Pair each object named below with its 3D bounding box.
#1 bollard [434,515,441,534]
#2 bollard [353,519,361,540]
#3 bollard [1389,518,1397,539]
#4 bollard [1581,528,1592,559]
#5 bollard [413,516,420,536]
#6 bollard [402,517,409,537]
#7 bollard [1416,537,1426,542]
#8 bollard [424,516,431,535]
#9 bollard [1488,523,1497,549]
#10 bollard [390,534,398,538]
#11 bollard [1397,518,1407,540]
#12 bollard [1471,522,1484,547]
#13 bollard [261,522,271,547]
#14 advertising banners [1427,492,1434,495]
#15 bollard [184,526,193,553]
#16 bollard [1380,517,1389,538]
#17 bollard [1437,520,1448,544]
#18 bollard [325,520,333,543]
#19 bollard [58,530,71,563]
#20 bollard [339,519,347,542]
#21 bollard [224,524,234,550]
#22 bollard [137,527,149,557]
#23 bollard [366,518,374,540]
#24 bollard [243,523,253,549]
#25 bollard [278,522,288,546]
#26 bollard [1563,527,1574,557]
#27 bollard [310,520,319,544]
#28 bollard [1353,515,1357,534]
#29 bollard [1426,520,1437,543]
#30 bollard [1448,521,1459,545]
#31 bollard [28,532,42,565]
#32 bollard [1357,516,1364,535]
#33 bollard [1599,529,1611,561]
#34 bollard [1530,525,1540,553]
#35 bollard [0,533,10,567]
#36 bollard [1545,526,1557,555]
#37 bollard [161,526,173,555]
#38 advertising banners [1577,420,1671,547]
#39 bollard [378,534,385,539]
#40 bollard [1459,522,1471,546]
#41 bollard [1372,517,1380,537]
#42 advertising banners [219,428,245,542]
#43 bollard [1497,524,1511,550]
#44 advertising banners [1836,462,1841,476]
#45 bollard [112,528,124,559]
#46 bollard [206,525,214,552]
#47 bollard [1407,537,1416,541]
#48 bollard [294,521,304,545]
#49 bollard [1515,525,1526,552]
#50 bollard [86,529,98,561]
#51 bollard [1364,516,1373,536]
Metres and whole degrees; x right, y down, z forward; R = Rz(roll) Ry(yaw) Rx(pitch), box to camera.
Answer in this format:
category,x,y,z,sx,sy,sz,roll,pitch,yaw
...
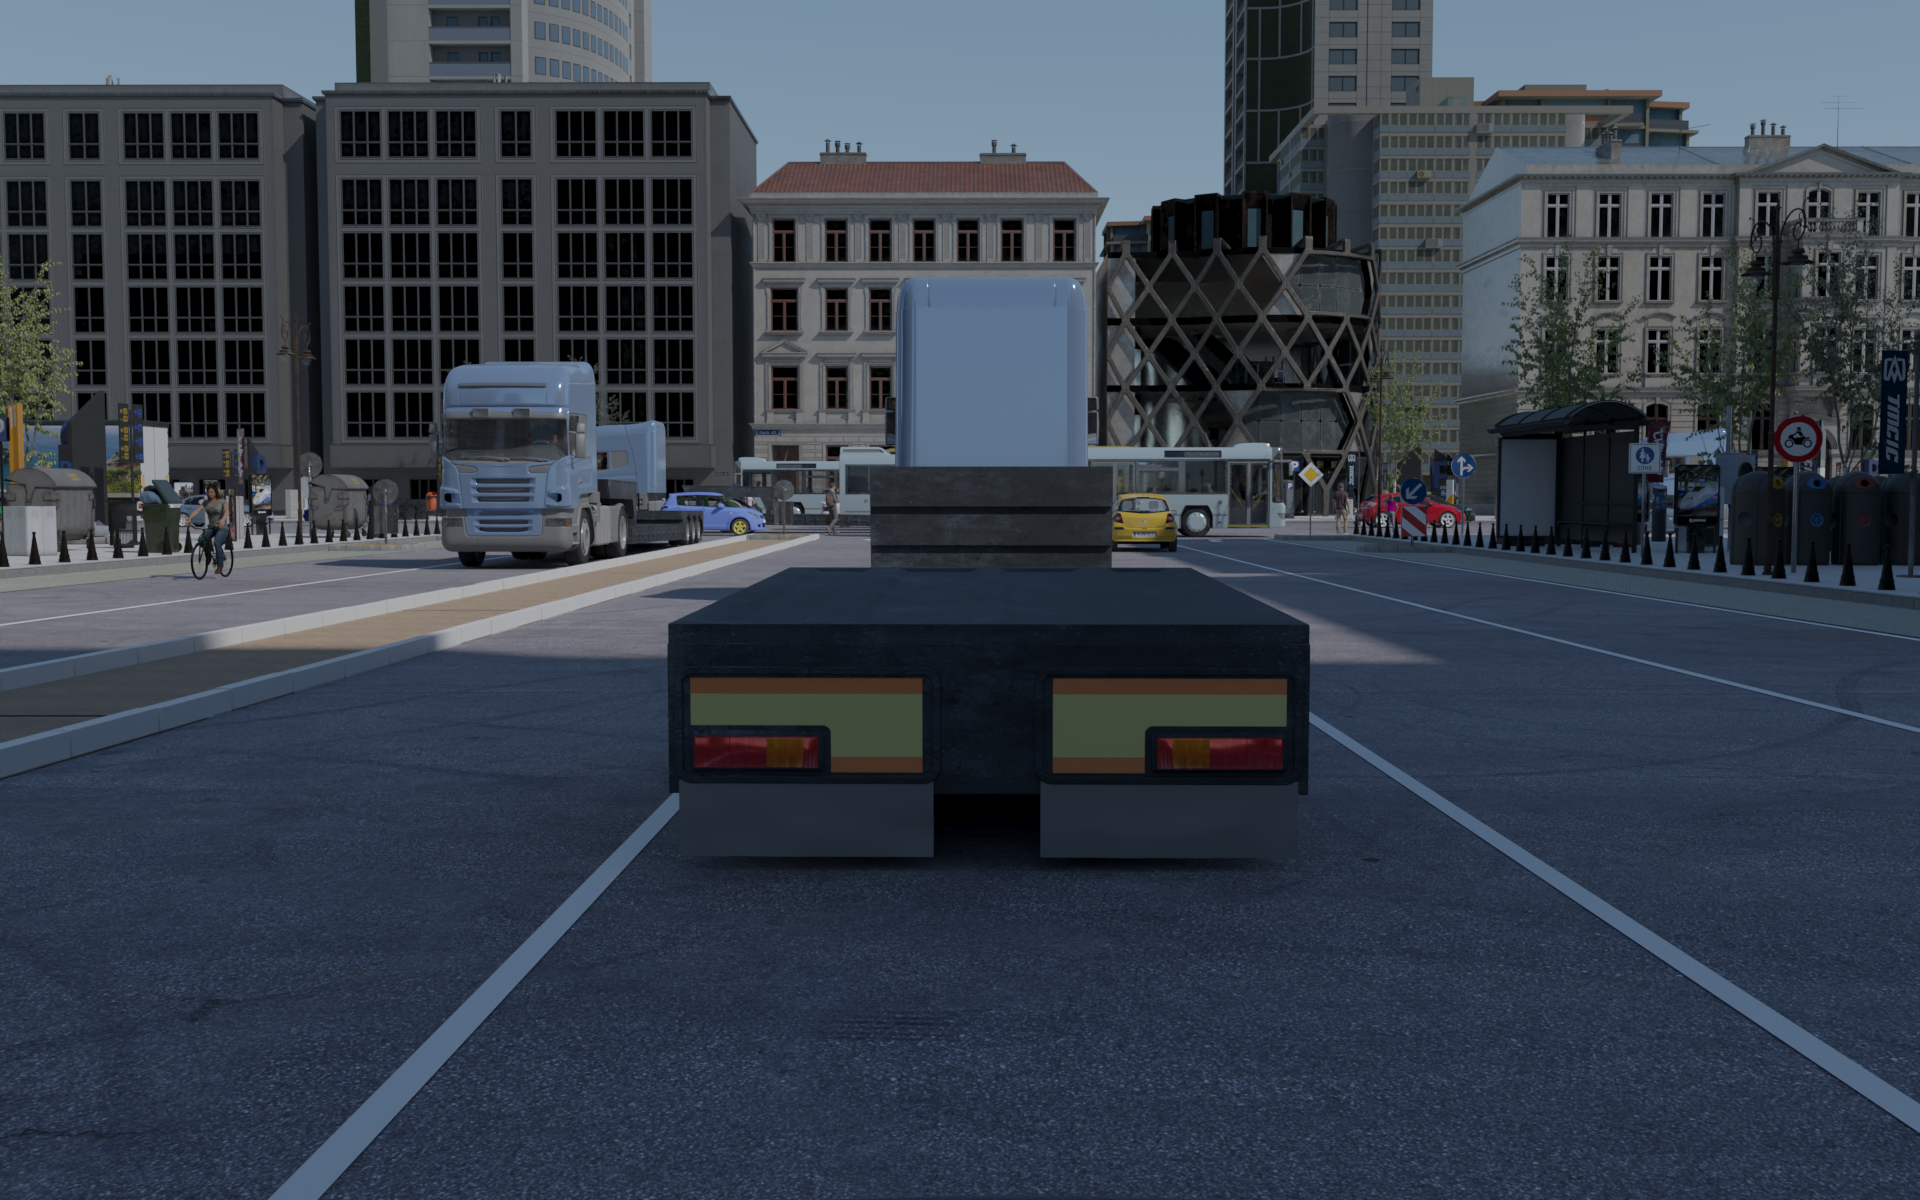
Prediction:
category,x,y,z,sx,sy,sz,roll,pitch,yaw
bollard,-16.654,-2.392,55.151,0.229,0.601,0.229,0,3,0
bollard,-16.701,-1.951,47.945,0.229,0.601,0.229,0,3,0
bollard,12.585,-2.075,49.963,0.229,0.601,0.229,0,3,0
bollard,12.487,-1.130,34.524,0.229,0.601,0.229,0,3,0
bollard,-16.669,-2.266,53.097,0.229,0.601,0.229,0,3,0
bollard,-16.677,-2.204,52.071,0.229,0.601,0.229,0,3,0
bollard,12.566,-1.886,46.883,0.229,0.601,0.229,0,3,0
bollard,-16.660,-2.329,54.124,0.229,0.601,0.229,0,3,0
bollard,12.528,-1.509,40.713,0.229,0.601,0.229,0,3,0
bollard,-16.680,-2.141,51.041,0.229,0.601,0.229,0,3,0
bollard,12.579,-2.012,48.937,0.229,0.601,0.229,0,3,0
bollard,12.532,-1.572,41.749,0.229,0.601,0.229,0,3,0
bollard,-16.741,-1.573,41.754,0.229,0.601,0.229,0,3,0
advertising banners,25.865,-6.221,97.908,2.074,3.025,0.090,-1,4,-16
bollard,-16.768,-1.321,37.636,0.229,0.601,0.229,0,3,0
bollard,12.590,-2.138,50.990,0.229,0.601,0.229,0,3,0
bollard,12.550,-1.761,44.830,0.229,0.601,0.229,0,3,0
bollard,-16.718,-1.825,45.877,0.229,0.601,0.229,0,3,0
bollard,-16.801,-1.005,32.479,0.229,0.601,0.229,0,3,0
bollard,-16.708,-1.888,46.904,0.229,0.601,0.229,0,3,0
bollard,-16.756,-1.446,39.689,0.229,0.601,0.229,0,3,0
bollard,-16.783,-1.194,35.563,0.229,0.601,0.229,0,3,0
bollard,-16.695,-2.015,48.983,0.229,0.601,0.229,0,3,0
bollard,-16.746,-1.510,40.727,0.229,0.601,0.229,0,3,0
bollard,-16.736,-1.636,42.783,0.229,0.601,0.229,0,3,0
bollard,12.493,-1.195,35.577,0.229,0.601,0.229,0,3,0
bollard,-16.725,-1.761,44.839,0.229,0.601,0.229,0,3,0
bollard,12.618,-2.390,55.111,0.229,0.601,0.229,0,3,0
bollard,12.557,-1.824,45.857,0.229,0.601,0.229,0,3,0
bollard,12.548,-1.698,43.803,0.229,0.601,0.229,0,3,0
bollard,-16.809,-0.943,31.452,0.229,0.601,0.229,0,3,0
bollard,12.611,-2.327,54.084,0.229,0.601,0.229,0,3,0
bollard,12.477,-1.067,33.485,0.229,0.601,0.229,0,3,0
bollard,12.504,-1.321,37.633,0.229,0.601,0.229,0,3,0
bollard,-16.817,-0.879,30.415,0.229,0.601,0.229,0,3,0
bollard,12.498,-1.258,36.604,0.229,0.601,0.229,0,3,0
bollard,-16.773,-1.258,36.609,0.229,0.601,0.229,0,3,0
advertising banners,15.969,-2.782,41.680,2.074,3.025,0.090,2,4,30
bollard,-16.686,-2.078,50.010,0.229,0.601,0.229,0,3,0
bollard,12.539,-1.635,42.777,0.229,0.601,0.229,0,3,0
bollard,12.602,-2.200,52.017,0.229,0.601,0.229,0,3,0
advertising banners,-19.726,-3.102,46.904,0.090,3.025,2.074,-3,5,-41
bollard,12.516,-1.446,39.686,0.229,0.601,0.229,0,3,0
advertising banners,47.869,-6.059,95.259,0.090,3.025,2.074,0,4,-2
bollard,-16.793,-1.131,34.533,0.229,0.601,0.229,0,3,0
bollard,-16.764,-1.384,38.662,0.229,0.601,0.229,0,3,0
bollard,12.576,-1.949,47.910,0.229,0.601,0.229,0,3,0
bollard,-16.733,-1.698,43.810,0.229,0.601,0.229,0,3,0
bollard,12.516,-1.383,38.659,0.229,0.601,0.229,0,3,0
bollard,-16.799,-1.068,33.506,0.229,0.601,0.229,0,3,0
bollard,12.607,-2.264,53.057,0.229,0.601,0.229,0,3,0
